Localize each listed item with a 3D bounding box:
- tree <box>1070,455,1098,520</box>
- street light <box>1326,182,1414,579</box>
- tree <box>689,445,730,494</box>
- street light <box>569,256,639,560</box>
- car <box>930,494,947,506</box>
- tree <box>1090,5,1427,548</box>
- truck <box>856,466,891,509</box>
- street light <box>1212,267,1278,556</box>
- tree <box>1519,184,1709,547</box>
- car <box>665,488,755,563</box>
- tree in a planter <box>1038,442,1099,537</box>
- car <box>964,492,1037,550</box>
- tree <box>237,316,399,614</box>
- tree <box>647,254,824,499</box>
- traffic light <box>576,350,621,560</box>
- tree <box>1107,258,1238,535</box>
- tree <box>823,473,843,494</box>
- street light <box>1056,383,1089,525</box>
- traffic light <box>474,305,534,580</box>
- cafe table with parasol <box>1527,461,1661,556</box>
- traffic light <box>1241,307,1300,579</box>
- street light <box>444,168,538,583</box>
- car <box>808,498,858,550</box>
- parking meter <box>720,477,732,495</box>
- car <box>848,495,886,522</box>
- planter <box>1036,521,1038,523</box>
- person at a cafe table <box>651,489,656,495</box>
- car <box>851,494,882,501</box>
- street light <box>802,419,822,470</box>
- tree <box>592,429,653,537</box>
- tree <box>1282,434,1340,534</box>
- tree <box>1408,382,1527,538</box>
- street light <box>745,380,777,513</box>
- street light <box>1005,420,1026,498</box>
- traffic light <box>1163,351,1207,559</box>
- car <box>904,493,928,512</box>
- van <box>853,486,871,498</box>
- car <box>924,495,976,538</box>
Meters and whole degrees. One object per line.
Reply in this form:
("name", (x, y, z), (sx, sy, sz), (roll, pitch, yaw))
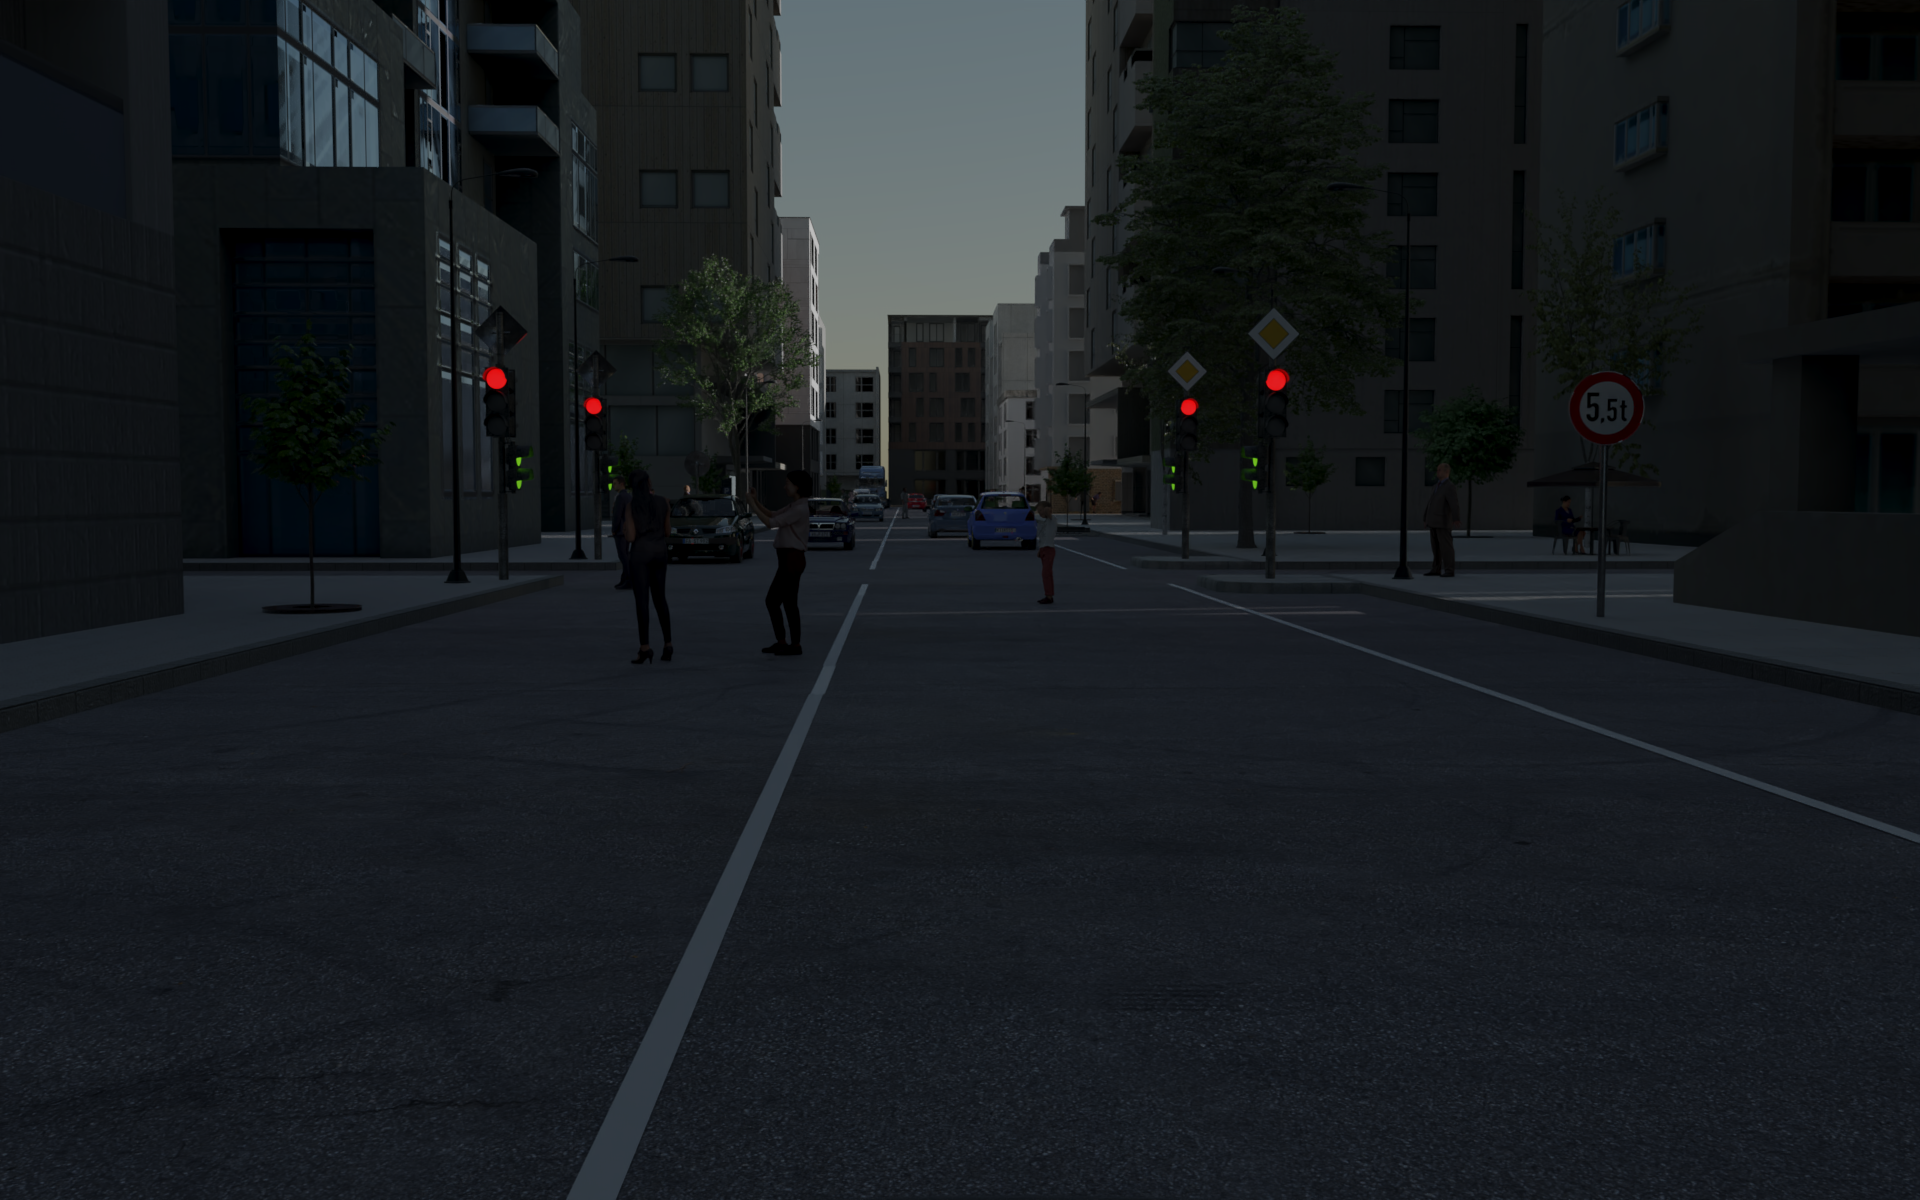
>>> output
("tree", (5.903, -5.508, 84.662), (1.663, 3.219, 1.824), (0, 3, 0))
("street light", (6.156, -3.269, 25.990), (1.470, 5.913, 1.316), (0, 4, -2))
("tree", (-9.752, -4.450, 67.364), (1.663, 3.219, 1.824), (0, 3, 0))
("street light", (-6.959, -3.752, 33.884), (1.470, 5.913, 1.316), (0, 4, -2))
("car", (-1.483, -8.013, 143.010), (2.014, 1.417, 4.499), (0, 4, -1))
("tree", (6.902, -7.481, 40.444), (7.486, 12.596, 7.792), (0, 3, 0))
("truck", (-8.425, -11.168, 172.348), (2.967, 4.110, 18.799), (0, 4, 0))
("street light", (5.856, -3.858, 35.624), (1.470, 5.913, 1.316), (0, 4, -2))
("tree", (15.204, -5.564, 41.341), (4.737, 8.622, 4.395), (0, 3, 0))
("car", (-5.411, -1.673, 37.136), (2.009, 1.686, 4.222), (0, 4, -1))
("tree in a planter", (3.681, -3.793, 59.243), (1.991, 3.239, 1.994), (0, 4, -2))
("car", (1.084, -2.214, 45.793), (1.945, 1.707, 3.694), (0, 4, -2))
("tree", (-6.993, -1.491, 18.978), (1.663, 3.219, 1.824), (0, 3, 0))
("tree", (-9.975, -9.213, 76.389), (9.928, 11.665, 9.643), (0, 3, 0))
("traffic light", (-7.070, -2.746, 33.811), (0.839, 4.253, 0.868), (0, 4, -2))
("tree", (6.662, -6.353, 54.232), (4.360, 8.622, 3.978), (0, 3, 0))
("tree", (-11.277, -9.894, 156.362), (1.663, 3.219, 1.824), (0, 3, 0))
("street light", (4.688, -6.101, 72.300), (1.470, 5.913, 1.316), (0, 4, -2))
("traffic light", (-6.817, -2.257, 25.830), (0.839, 4.253, 0.868), (0, 4, -2))
("cafe table with parasol", (13.349, -1.938, 36.544), (2.610, 1.966, 2.610), (2, 4, 29))
("traffic light", (4.698, -2.281, 26.209), (0.839, 4.253, 0.868), (0, 4, -2))
("street light", (-6.720, -3.199, 24.851), (1.470, 5.913, 1.316), (0, 4, -2))
("car", (-3.626, -2.006, 45.381), (1.945, 1.354, 3.894), (0, 4, -2))
("parking meter", (-8.092, -3.316, 59.929), (0.399, 1.863, 0.255), (-1, 4, -12))
("car", (-4.891, -4.844, 91.204), (2.014, 1.417, 4.499), (0, 4, -3))
("planter", (2.831, -3.983, 86.262), (1.991, 0.319, 1.994), (0, 4, -2))
("person at a cafe table", (-13.644, -4.177, 76.804), (1.698, 1.524, 1.622), (-1, 4, -9))
("car", (-6.508, -6.650, 120.521), (2.131, 1.459, 4.920), (0, 4, -3))
("street light", (-9.242, -8.261, 107.609), (1.470, 5.913, 1.316), (0, 4, -2))
("tree", (-10.029, -3.487, 51.613), (1.663, 3.219, 1.824), (0, 3, 0))
("tree", (11.203, -3.760, 56.080), (1.663, 3.219, 1.824), (0, 3, 0))
("tree", (14.942, -4.118, 51.042), (4.285, 4.588, 4.351), (0, 3, 0))
("street light", (-8.191, -6.014, 70.863), (1.470, 5.913, 1.316), (0, 4, -2))
("street light", (3.543, -8.345, 108.976), (1.470, 5.913, 1.316), (0, 4, -2))
("traffic light", (4.445, -2.769, 34.190), (0.839, 4.253, 0.868), (0, 4, -2))
("car", (-3.572, -7.816, 136.828), (2.155, 1.783, 4.494), (0, 4, -4))
("van", (-7.675, -7.819, 134.849), (2.013, 2.044, 4.112), (0, 3, 0))
("car", (-0.168, -2.780, 57.455), (2.014, 1.417, 4.499), (0, 4, -2))
